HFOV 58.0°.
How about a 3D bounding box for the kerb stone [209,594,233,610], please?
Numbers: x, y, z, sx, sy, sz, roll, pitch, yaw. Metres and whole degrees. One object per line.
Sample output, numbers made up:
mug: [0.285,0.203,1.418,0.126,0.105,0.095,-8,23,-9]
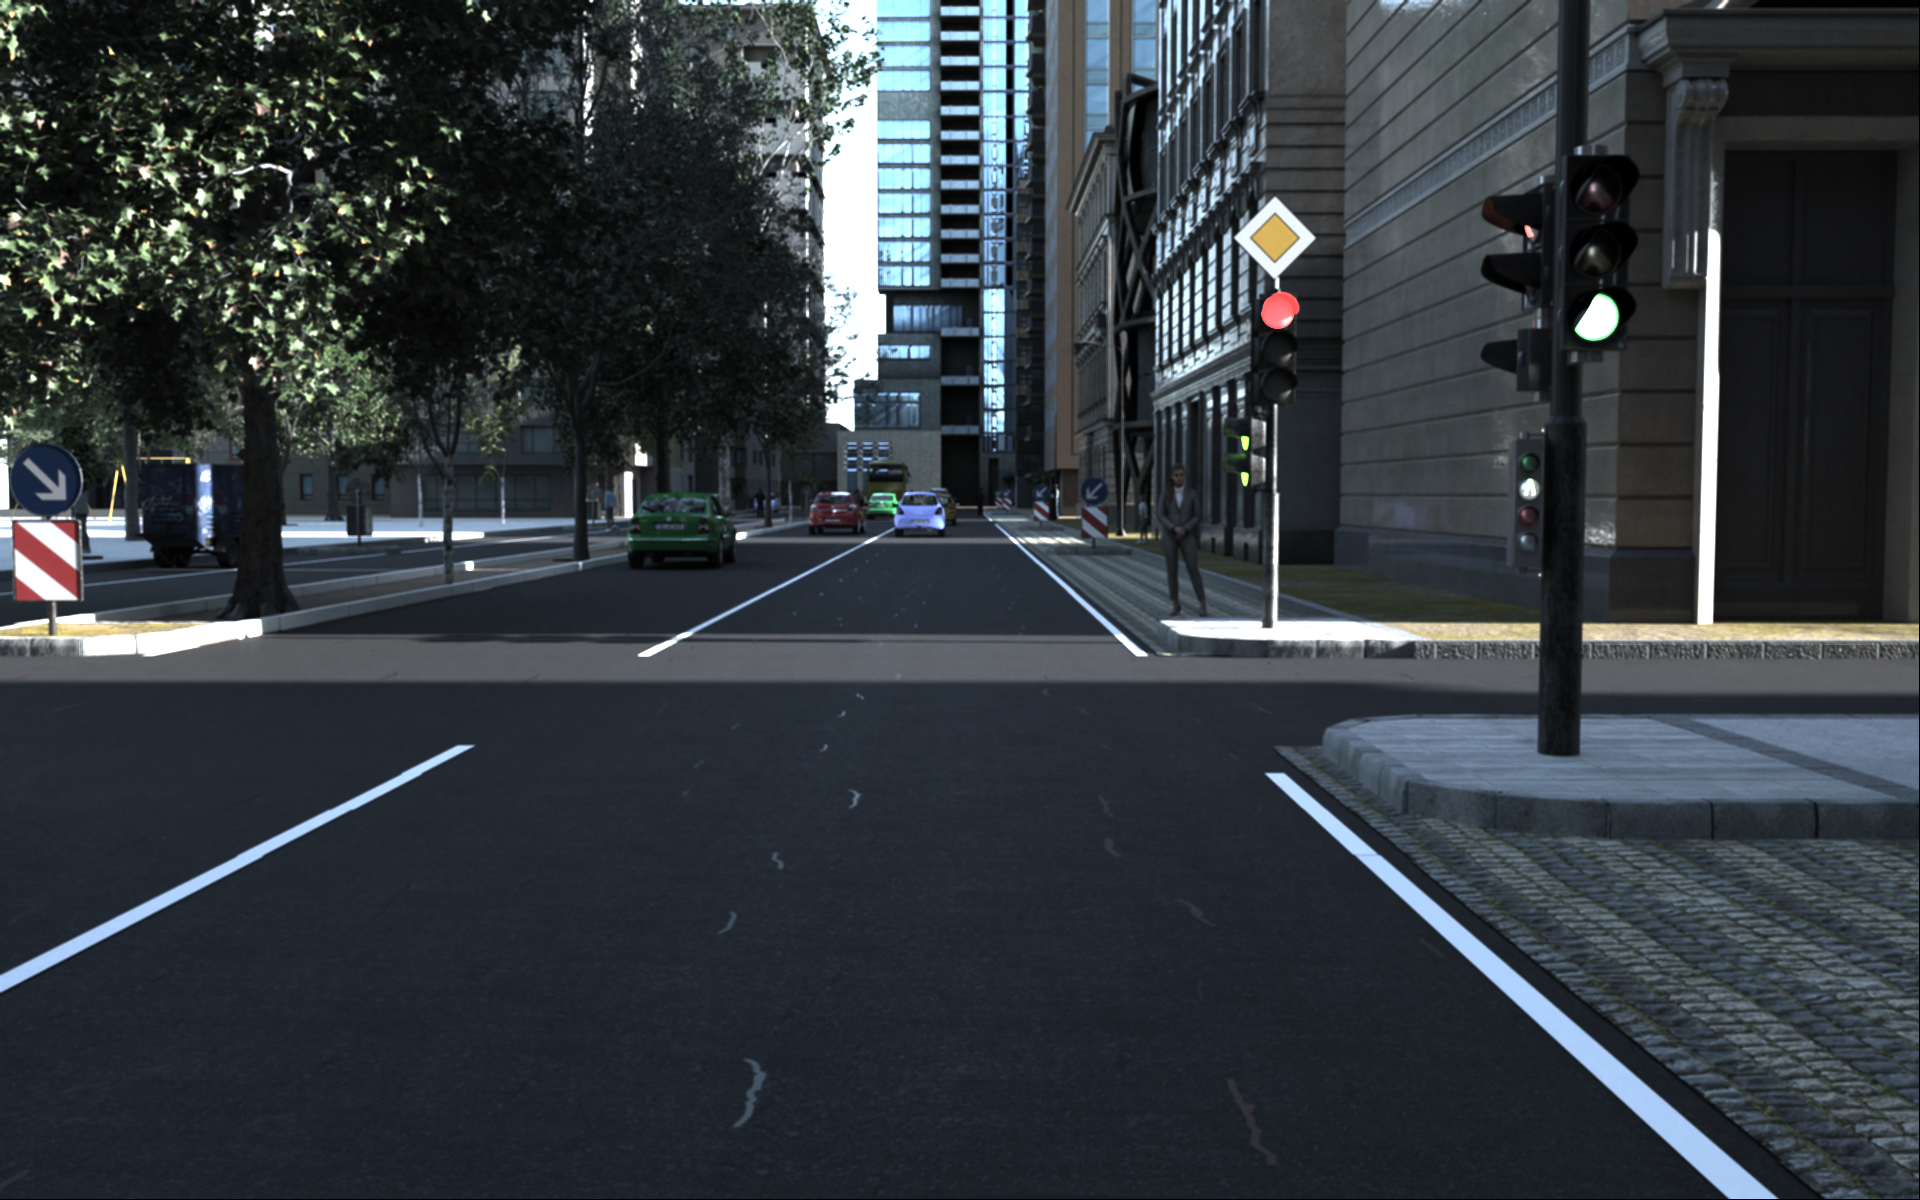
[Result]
kerb stone: [-9.286,0.028,21.730,0.120,0.150,1.000,0,3,0]

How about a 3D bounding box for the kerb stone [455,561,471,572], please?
kerb stone: [-9.274,-0.598,31.972,0.120,0.150,1.000,0,3,0]

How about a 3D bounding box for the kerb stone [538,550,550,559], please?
kerb stone: [-9.265,-0.974,38.119,0.120,0.150,1.000,0,3,0]

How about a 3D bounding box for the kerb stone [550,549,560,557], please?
kerb stone: [-9.273,-1.037,39.155,0.120,0.150,1.000,0,3,0]

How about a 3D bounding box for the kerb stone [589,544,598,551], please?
kerb stone: [-9.261,-1.288,43.258,0.120,0.150,1.000,0,3,0]

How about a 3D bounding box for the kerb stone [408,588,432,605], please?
kerb stone: [-7.190,-0.035,22.773,0.120,0.150,1.000,0,3,0]

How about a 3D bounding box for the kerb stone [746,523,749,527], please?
kerb stone: [-9.233,-3.168,73.988,0.120,0.150,1.000,0,3,0]

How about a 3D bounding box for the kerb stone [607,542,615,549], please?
kerb stone: [-9.259,-1.412,45.309,0.120,0.150,1.000,0,3,0]

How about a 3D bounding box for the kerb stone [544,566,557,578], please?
kerb stone: [-7.184,-0.475,29.958,0.120,0.150,1.000,0,3,0]

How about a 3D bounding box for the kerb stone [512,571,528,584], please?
kerb stone: [-7.186,-0.348,27.914,0.120,0.150,1.000,0,3,0]

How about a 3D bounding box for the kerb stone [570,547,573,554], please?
kerb stone: [-9.272,-1.163,41.210,0.120,0.150,1.000,0,3,0]

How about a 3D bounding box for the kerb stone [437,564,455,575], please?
kerb stone: [-9.279,-0.535,30.945,0.120,0.150,1.000,0,3,0]

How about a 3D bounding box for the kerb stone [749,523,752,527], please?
kerb stone: [-9.236,-3.230,75.014,0.120,0.150,1.000,0,3,0]

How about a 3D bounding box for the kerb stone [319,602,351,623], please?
kerb stone: [-7.192,0.153,19.700,0.120,0.150,1.000,0,3,0]

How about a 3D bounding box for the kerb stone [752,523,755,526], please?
kerb stone: [-9.229,-3.292,76.036,0.120,0.150,1.000,0,3,0]

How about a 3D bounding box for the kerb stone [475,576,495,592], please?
kerb stone: [-7.180,-0.224,25.857,0.120,0.150,1.000,0,3,0]

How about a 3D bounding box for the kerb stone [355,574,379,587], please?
kerb stone: [-9.281,-0.285,26.856,0.120,0.150,1.000,0,3,0]

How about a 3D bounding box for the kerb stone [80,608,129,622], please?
kerb stone: [-9.286,0.216,18.661,0.120,0.150,1.000,0,3,0]

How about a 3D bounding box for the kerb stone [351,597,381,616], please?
kerb stone: [-7.192,0.091,20.729,0.120,0.150,1.000,0,3,0]

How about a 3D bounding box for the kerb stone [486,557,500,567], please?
kerb stone: [-9.283,-0.723,34.016,0.120,0.150,1.000,0,3,0]

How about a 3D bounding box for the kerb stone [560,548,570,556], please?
kerb stone: [-9.273,-1.100,40.179,0.120,0.150,1.000,0,3,0]

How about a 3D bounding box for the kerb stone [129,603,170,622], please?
kerb stone: [-9.293,0.156,19.683,0.120,0.150,1.000,0,3,0]

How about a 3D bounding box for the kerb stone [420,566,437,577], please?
kerb stone: [-9.289,-0.473,29.923,0.120,0.150,1.000,0,3,0]

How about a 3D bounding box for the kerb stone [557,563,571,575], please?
kerb stone: [-7.180,-0.537,30.987,0.120,0.150,1.000,0,3,0]

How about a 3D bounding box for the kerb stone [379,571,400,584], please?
kerb stone: [-9.272,-0.348,27.878,0.120,0.150,1.000,0,3,0]

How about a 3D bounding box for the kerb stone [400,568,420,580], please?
kerb stone: [-9.275,-0.410,28.900,0.120,0.150,1.000,0,3,0]

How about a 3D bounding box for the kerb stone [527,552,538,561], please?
kerb stone: [-9.273,-0.911,37.095,0.120,0.150,1.000,0,3,0]

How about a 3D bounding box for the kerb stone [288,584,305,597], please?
kerb stone: [-9.284,-0.097,23.775,0.120,0.150,1.000,0,3,0]

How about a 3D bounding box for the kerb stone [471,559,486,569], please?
kerb stone: [-9.277,-0.660,32.994,0.120,0.150,1.000,0,3,0]

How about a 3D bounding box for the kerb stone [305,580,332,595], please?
kerb stone: [-9.282,-0.157,24.806,0.120,0.150,1.000,0,3,0]

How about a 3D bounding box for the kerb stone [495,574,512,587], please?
kerb stone: [-7.189,-0.286,26.880,0.120,0.150,1.000,0,3,0]

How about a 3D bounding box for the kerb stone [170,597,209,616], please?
kerb stone: [-9.295,0.092,20.708,0.120,0.150,1.000,0,3,0]

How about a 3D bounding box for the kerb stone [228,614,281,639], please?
kerb stone: [-7.198,0.278,17.643,0.120,0.150,1.000,0,3,0]

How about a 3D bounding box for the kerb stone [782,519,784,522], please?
kerb stone: [-9.211,-4.046,88.351,0.120,0.150,1.000,0,3,0]

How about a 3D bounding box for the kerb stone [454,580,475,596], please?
kerb stone: [-7.186,-0.159,24.828,0.120,0.150,1.000,0,3,0]

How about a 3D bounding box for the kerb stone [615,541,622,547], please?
kerb stone: [-9.265,-1.476,46.331,0.120,0.150,1.000,0,3,0]

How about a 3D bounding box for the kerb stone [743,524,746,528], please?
kerb stone: [-9.232,-3.105,72.966,0.120,0.150,1.000,0,3,0]

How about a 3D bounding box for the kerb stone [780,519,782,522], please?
kerb stone: [-9.210,-3.983,87.316,0.120,0.150,1.000,0,3,0]

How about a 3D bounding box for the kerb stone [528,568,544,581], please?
kerb stone: [-7.179,-0.412,28.936,0.120,0.150,1.000,0,3,0]

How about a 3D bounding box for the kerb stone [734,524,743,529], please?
kerb stone: [-9.236,-3.039,71.944,0.120,0.150,1.000,0,3,0]

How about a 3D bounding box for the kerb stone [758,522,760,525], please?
kerb stone: [-9.230,-3.414,78.081,0.120,0.150,1.000,0,3,0]

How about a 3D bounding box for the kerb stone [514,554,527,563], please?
kerb stone: [-9.268,-0.847,36.072,0.120,0.150,1.000,0,3,0]

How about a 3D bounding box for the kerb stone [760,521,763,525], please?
kerb stone: [-9.228,-3.481,79.112,0.120,0.150,1.000,0,3,0]

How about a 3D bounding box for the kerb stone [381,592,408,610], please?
kerb stone: [-7.188,0.027,21.751,0.120,0.150,1.000,0,3,0]

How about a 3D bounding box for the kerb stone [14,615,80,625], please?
kerb stone: [-9.300,0.281,17.637,0.120,0.150,1.000,0,3,0]

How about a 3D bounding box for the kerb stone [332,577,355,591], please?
kerb stone: [-9.290,-0.222,25.828,0.120,0.150,1.000,0,3,0]

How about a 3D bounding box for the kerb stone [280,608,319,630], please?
kerb stone: [-7.186,0.215,18.678,0.120,0.150,1.000,0,3,0]

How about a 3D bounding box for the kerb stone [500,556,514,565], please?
kerb stone: [-9.268,-0.786,35.050,0.120,0.150,1.000,0,3,0]

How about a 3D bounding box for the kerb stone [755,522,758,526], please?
kerb stone: [-9.231,-3.356,77.059,0.120,0.150,1.000,0,3,0]

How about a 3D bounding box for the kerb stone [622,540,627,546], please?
kerb stone: [-9.263,-1.536,47.353,0.120,0.150,1.000,0,3,0]

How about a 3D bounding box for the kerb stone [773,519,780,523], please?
kerb stone: [-9.215,-3.920,86.286,0.120,0.150,1.000,0,3,0]

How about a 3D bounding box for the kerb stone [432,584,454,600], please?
kerb stone: [-7.190,-0.098,23.796,0.120,0.150,1.000,0,3,0]

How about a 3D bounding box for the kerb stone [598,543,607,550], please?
kerb stone: [-9.263,-1.351,44.286,0.120,0.150,1.000,0,3,0]
